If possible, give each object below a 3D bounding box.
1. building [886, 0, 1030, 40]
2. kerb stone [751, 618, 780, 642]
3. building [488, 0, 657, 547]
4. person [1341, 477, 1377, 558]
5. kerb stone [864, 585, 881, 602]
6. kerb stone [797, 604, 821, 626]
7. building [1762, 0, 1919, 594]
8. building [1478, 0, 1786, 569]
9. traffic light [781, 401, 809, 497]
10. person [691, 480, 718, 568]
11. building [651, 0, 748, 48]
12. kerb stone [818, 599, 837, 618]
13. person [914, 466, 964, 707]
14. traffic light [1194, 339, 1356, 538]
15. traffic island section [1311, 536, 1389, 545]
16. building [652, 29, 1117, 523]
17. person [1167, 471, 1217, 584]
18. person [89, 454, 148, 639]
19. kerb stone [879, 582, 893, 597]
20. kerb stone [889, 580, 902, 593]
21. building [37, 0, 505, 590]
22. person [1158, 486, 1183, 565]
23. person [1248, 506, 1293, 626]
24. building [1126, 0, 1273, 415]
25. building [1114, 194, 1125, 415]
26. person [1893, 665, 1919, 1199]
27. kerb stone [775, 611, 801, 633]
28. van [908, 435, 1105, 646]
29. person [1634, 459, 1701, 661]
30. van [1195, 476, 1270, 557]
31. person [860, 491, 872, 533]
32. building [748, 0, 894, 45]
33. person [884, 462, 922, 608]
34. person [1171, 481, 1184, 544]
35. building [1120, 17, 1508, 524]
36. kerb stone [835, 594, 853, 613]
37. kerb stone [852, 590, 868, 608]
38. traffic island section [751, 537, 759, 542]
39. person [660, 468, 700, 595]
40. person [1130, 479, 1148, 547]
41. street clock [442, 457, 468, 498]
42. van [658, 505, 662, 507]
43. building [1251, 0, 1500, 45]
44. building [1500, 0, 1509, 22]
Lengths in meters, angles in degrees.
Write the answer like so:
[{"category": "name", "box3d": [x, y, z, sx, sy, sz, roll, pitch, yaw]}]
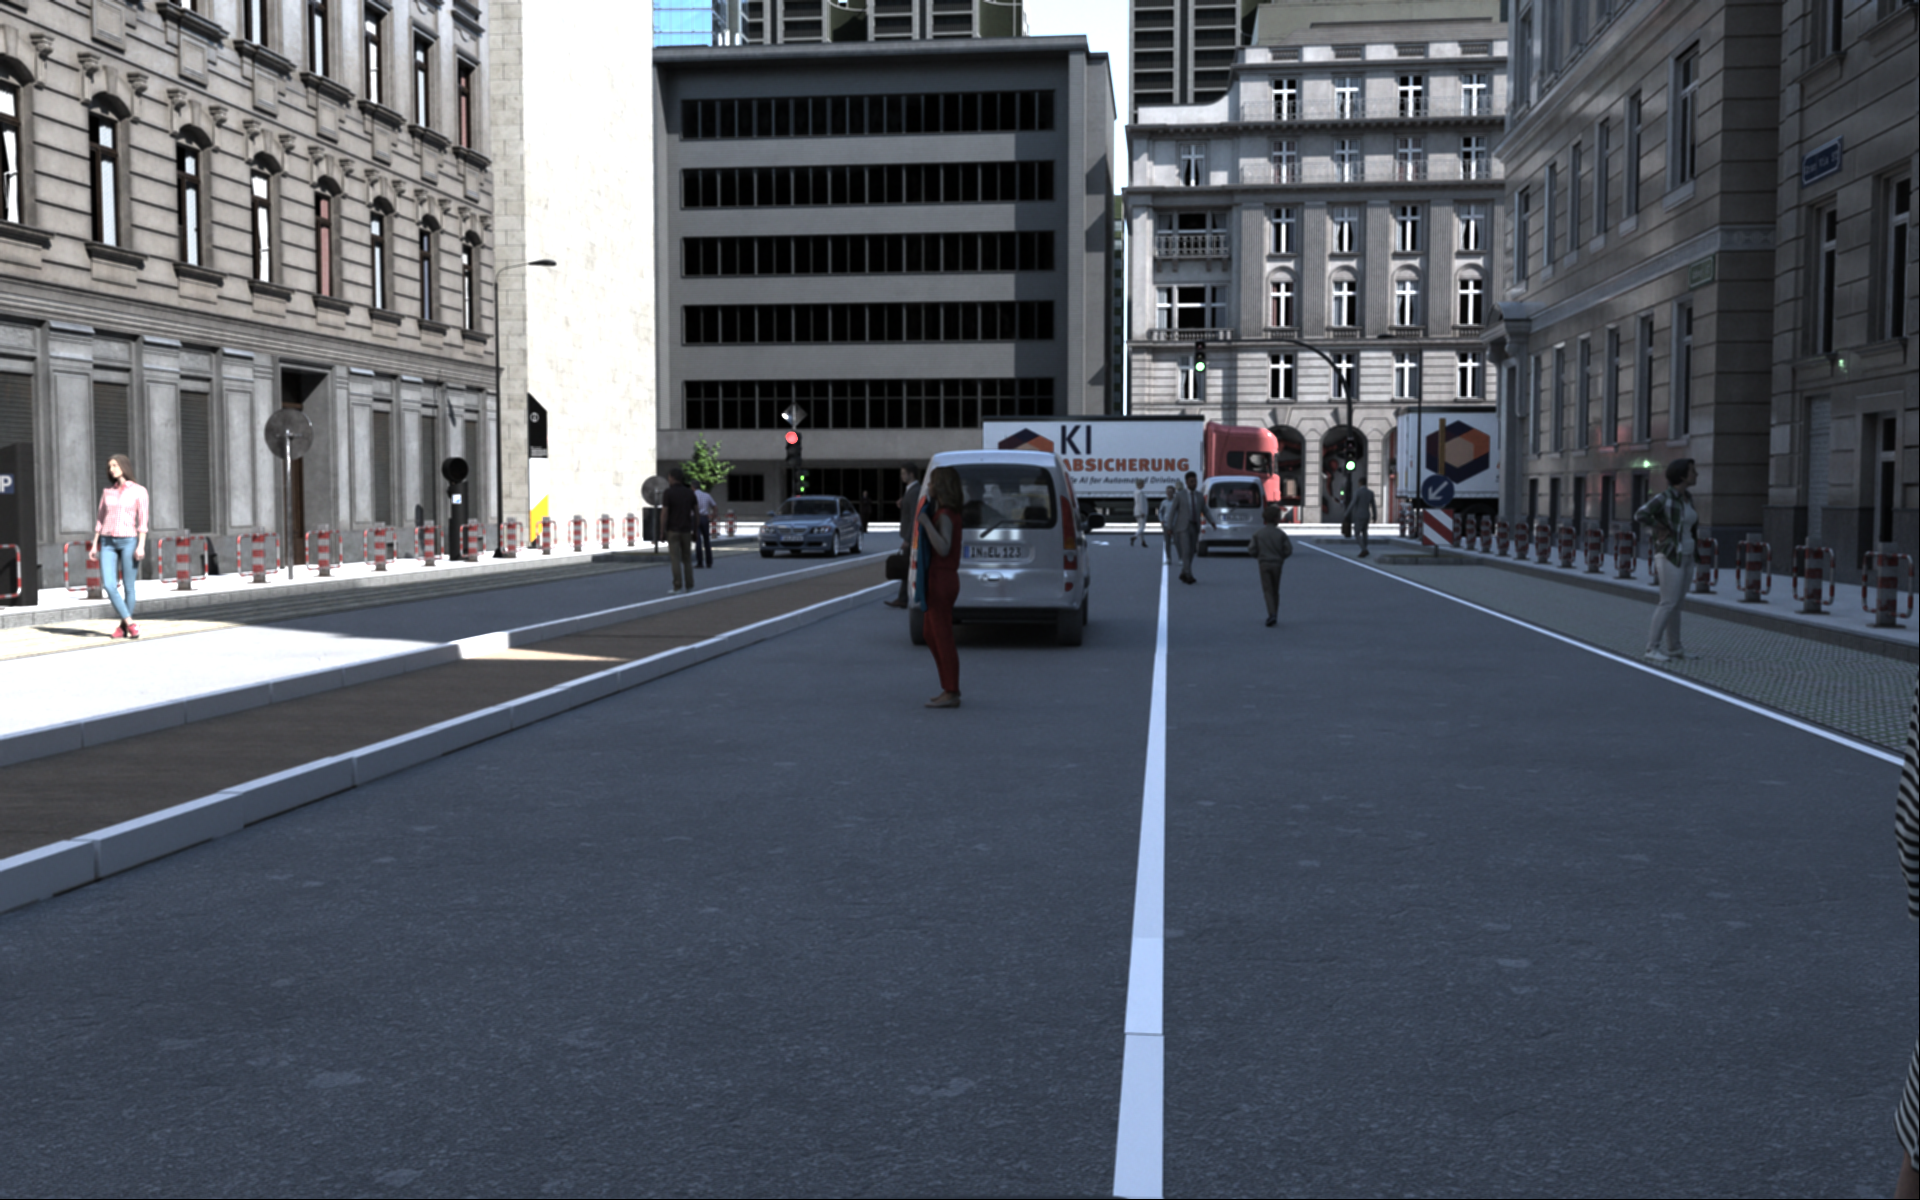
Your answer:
[{"category": "building", "box3d": [-1.271, -49.217, 242.944, 20.611, 71.187, 20.563, 0, 4, 7]}, {"category": "kerb stone", "box3d": [-1.978, 0.310, 17.133, 0.120, 0.150, 1.000, 0, 4, 7]}, {"category": "building", "box3d": [-18.063, -11.774, 47.249, 16.860, 20.320, 10.420, 0, 4, 7]}, {"category": "person", "box3d": [9.048, -1.863, 39.086, 0.709, 1.813, 0.853, -2, 4, -27]}, {"category": "kerb stone", "box3d": [-1.240, -0.063, 23.256, 0.120, 0.150, 1.000, 0, 4, 7]}, {"category": "kerb stone", "box3d": [-1.727, 0.185, 19.177, 0.120, 0.150, 1.000, 0, 4, 7]}, {"category": "building", "box3d": [17.214, -13.299, 14.698, 12.463, 27.353, 25.104, 0, 4, 7]}, {"category": "building", "box3d": [20.171, -15.407, 37.804, 13.634, 28.700, 20.117, 0, 4, 7]}, {"category": "traffic light", "box3d": [-5.013, -3.890, 52.524, 0.839, 4.253, 0.868, 0, 4, 7]}, {"category": "person", "box3d": [-5.072, -1.476, 33.575, 0.756, 1.711, 0.436, -2, 4, -25]}, {"category": "building", "box3d": [-37.507, -54.447, 202.881, 31.000, 86.520, 22.319, 0, 4, 7]}, {"category": "kerb stone", "box3d": [-1.613, 0.122, 20.195, 0.120, 0.150, 1.000, 0, 4, 7]}, {"category": "person", "box3d": [-0.151, -0.088, 11.643, 0.444, 1.614, 0.593, 2, 4, 30]}, {"category": "traffic light", "box3d": [9.246, -4.650, 50.691, 4.771, 5.953, 1.251, 0, 4, 7]}, {"category": "traffic island section", "box3d": [11.372, -1.738, 50.692, 2.009, 0.180, 2.903, 0, 4, 7]}, {"category": "building", "box3d": [-7.895, -16.075, 81.891, 30.058, 24.678, 14.314, 0, 4, 7]}, {"category": "person", "box3d": [3.679, -1.161, 27.750, 0.678, 1.792, 0.850, -1, 4, -18]}, {"category": "person", "box3d": [-8.310, -0.526, 17.103, 0.555, 1.821, 0.388, -1, 4, -9]}, {"category": "kerb stone", "box3d": [-1.115, -0.122, 24.280, 0.120, 0.150, 1.000, 0, 4, 7]}, {"category": "kerb stone", "box3d": [-0.997, -0.190, 25.299, 0.120, 0.150, 1.000, 0, 4, 7]}, {"category": "building", "box3d": [-16.050, -11.081, 30.327, 9.793, 20.994, 18.267, 0, 4, 7]}, {"category": "person", "box3d": [4.274, -1.515, 35.078, 0.589, 1.601, 0.330, 2, 4, 30]}, {"category": "person", "box3d": [3.373, -0.374, 18.881, 0.475, 1.303, 0.640, 0, 4, -3]}, {"category": "building", "box3d": [33.665, -49.034, 239.957, 20.611, 71.187, 20.563, 0, 4, 7]}, {"category": "building", "box3d": [15.619, -33.971, 239.017, 14.086, 41.232, 14.154, 0, 4, 7]}, {"category": "person", "box3d": [1.369, 0.453, 2.093, 0.512, 1.701, 0.522, 1, 4, 16]}, {"category": "kerb stone", "box3d": [-1.855, 0.250, 18.152, 0.120, 0.150, 1.000, 0, 4, 7]}, {"category": "van", "box3d": [0.477, -0.659, 17.788, 2.013, 2.044, 4.112, 0, 4, 5]}, {"category": "person", "box3d": [6.154, -0.351, 14.959, 0.841, 1.734, 0.376, -3, 4, -37]}, {"category": "van", "box3d": [6.358, -2.071, 40.870, 2.013, 2.044, 4.112, 0, 4, 5]}, {"category": "person", "box3d": [-3.474, -3.264, 64.143, 0.482, 1.546, 0.388, -1, 4, -21]}, {"category": "building", "box3d": [-21.684, -49.392, 245.818, 20.611, 71.187, 20.563, 0, 4, 7]}, {"category": "person", "box3d": [-0.558, -0.810, 21.704, 0.822, 1.834, 0.622, -1, 4, -12]}, {"category": "person", "box3d": [6.141, -2.472, 49.095, 0.526, 1.800, 0.537, 1, 4, 16]}, {"category": "building", "box3d": [19.488, -14.466, 78.325, 24.055, 21.916, 13.314, 0, 4, 7]}, {"category": "kerb stone", "box3d": [-1.490, 0.062, 21.212, 0.120, 0.150, 1.000, 0, 4, 7]}, {"category": "kerb stone", "box3d": [-1.357, 0.002, 22.233, 0.120, 0.150, 1.000, 0, 4, 7]}, {"category": "traffic island section", "box3d": [-5.051, -1.858, 52.664, 2.009, 0.180, 2.903, 0, 4, 7]}, {"category": "person", "box3d": [-4.023, -0.989, 24.802, 0.598, 1.807, 0.434, -2, 4, -26]}, {"category": "person", "box3d": [4.804, -2.336, 46.578, 0.818, 1.842, 0.514, -3, 5, -39]}, {"category": "street clock", "box3d": [-9.974, -1.815, 34.253, 0.358, 2.002, 0.471, 3, 4, 38]}, {"category": "van", "box3d": [-12.416, -3.282, 60.667, 4.112, 2.044, 2.013, 0, 4, 6]}, {"category": "building", "box3d": [38.484, -33.116, 165.154, 21.300, 48.544, 21.600, 0, 4, 7]}, {"category": "building", "box3d": [70.775, -53.655, 189.935, 31.000, 86.520, 22.319, 0, 4, 7]}]
